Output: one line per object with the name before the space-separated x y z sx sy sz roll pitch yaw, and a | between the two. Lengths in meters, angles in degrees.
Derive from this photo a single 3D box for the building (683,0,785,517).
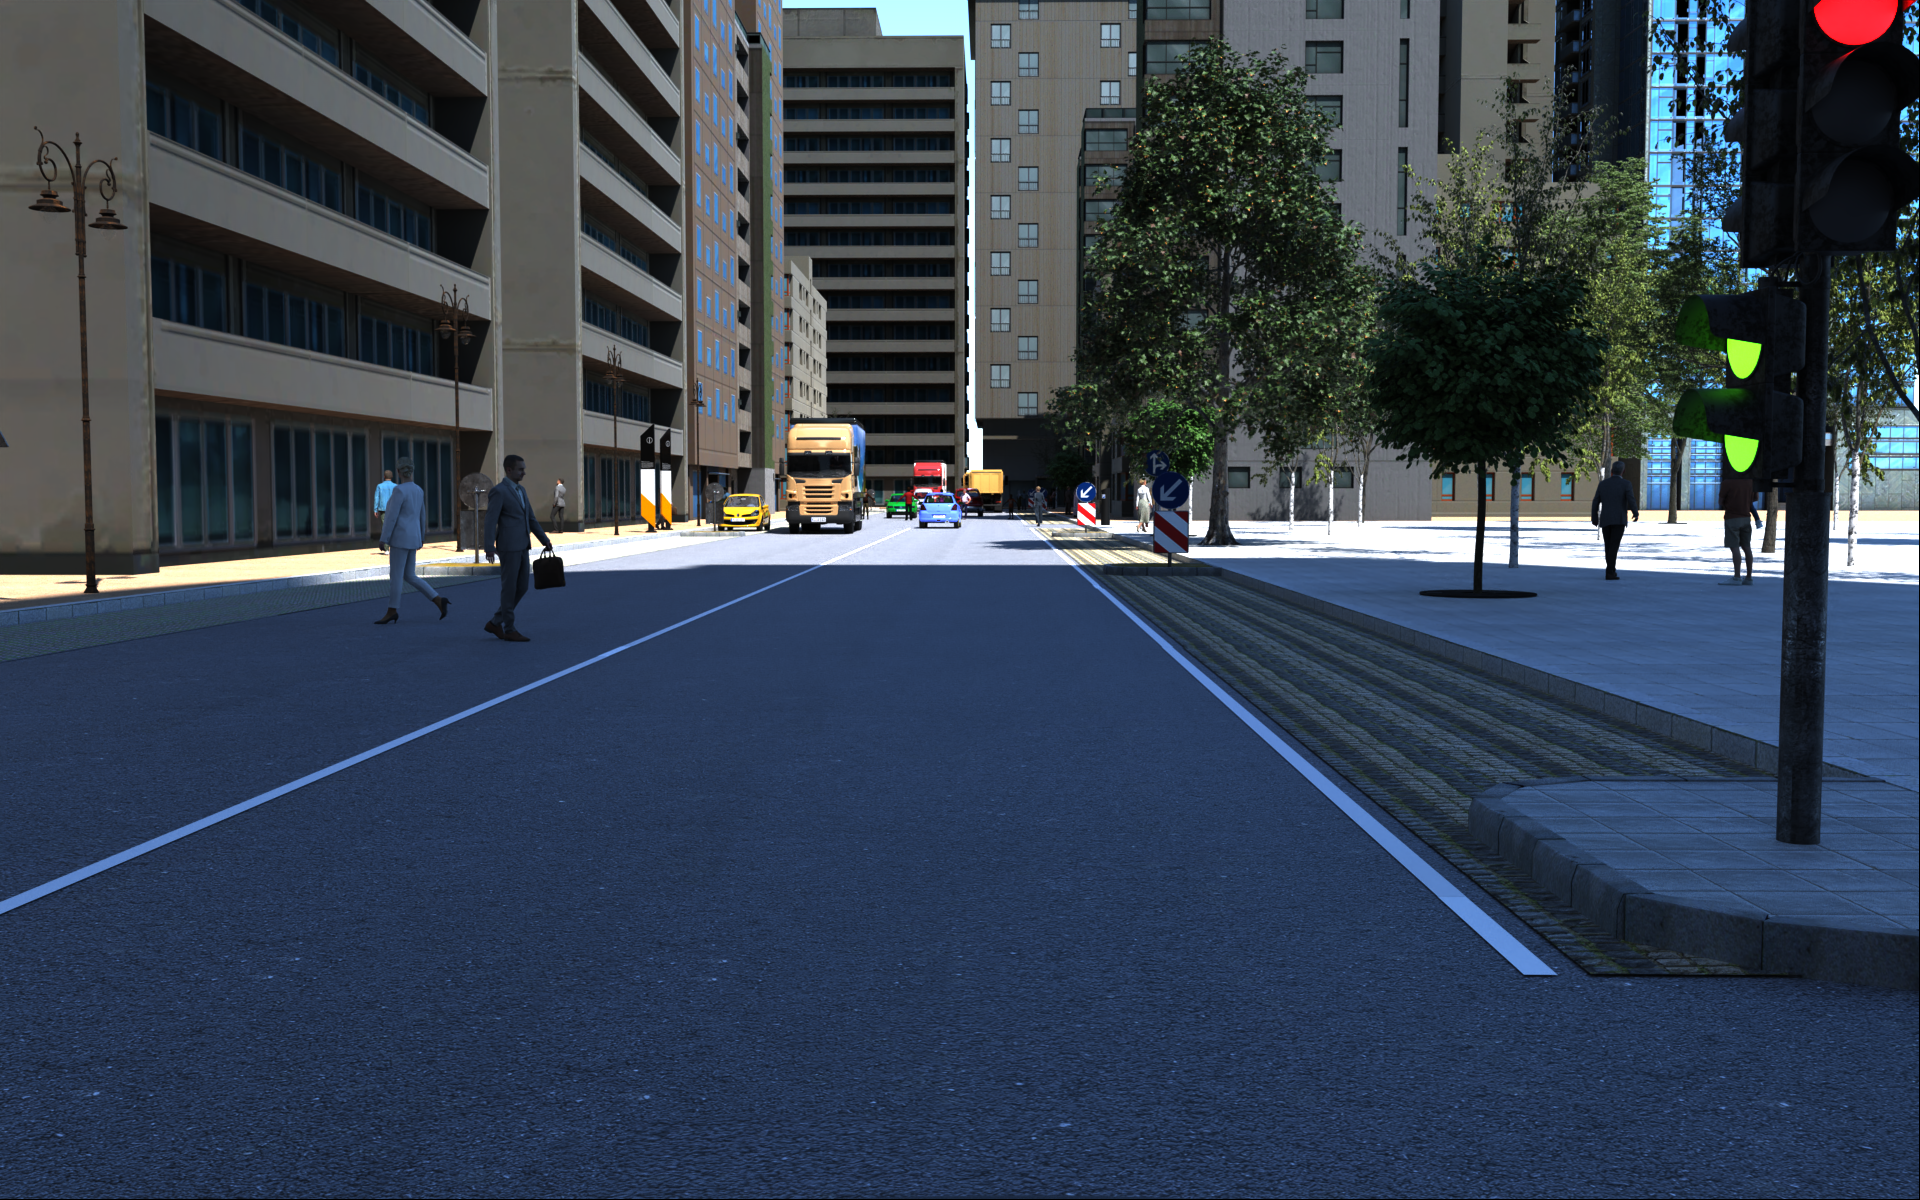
building | -19.746 -28.612 117.924 14.600 45.320 14.200 0 4 1

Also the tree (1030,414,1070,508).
tree | 8.747 -12.766 159.093 4.360 8.622 3.978 0 3 0

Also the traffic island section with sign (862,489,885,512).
traffic island section with sign | -6.910 -7.768 135.642 1.989 1.847 2.006 0 4 1

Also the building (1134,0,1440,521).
building | 15.854 -19.396 88.827 14.160 30.474 14.107 0 4 1

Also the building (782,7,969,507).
building | -9.935 -33.867 177.422 21.600 48.544 21.300 0 4 1

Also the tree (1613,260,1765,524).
tree | 30.896 -9.087 74.320 9.928 11.665 9.643 0 3 0

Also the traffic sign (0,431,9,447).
traffic sign | -11.265 -1.208 19.762 0.884 2.594 0.081 0 4 8

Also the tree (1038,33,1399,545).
tree | 6.669 -7.730 43.402 9.611 12.733 9.660 0 3 0

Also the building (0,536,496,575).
building | -23.549 -25.256 36.636 21.300 48.544 21.600 0 4 1

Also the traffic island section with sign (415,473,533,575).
traffic island section with sign | -8.832 -1.383 31.237 1.989 1.847 2.006 0 4 1

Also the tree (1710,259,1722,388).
tree | 23.050 -6.123 50.481 4.737 8.622 4.395 0 3 0

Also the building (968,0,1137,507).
building | 14.671 -36.148 180.255 27.495 52.752 28.713 0 4 1

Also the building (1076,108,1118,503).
building | 16.169 -22.089 132.858 14.160 30.474 14.107 0 4 1

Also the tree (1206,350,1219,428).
tree | 9.707 -7.559 73.944 4.360 8.622 3.978 0 3 0

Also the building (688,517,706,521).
building | -19.469 -26.844 89.015 14.600 45.320 14.200 0 4 1

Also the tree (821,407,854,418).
tree | -9.929 -11.859 144.253 4.360 8.622 3.978 0 3 0

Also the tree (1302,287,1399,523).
tree | 17.925 -8.656 75.941 8.767 10.594 7.601 -3 5 -41

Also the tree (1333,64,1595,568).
tree | 9.496 -4.873 30.031 4.360 8.622 3.978 0 3 0

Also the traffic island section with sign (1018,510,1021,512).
traffic island section with sign | 5.499 -7.735 135.093 1.989 1.847 2.006 0 4 1

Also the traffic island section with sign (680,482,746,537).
traffic island section with sign | -8.331 -3.063 58.714 1.989 1.847 2.006 0 4 1

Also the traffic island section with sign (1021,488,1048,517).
traffic island section with sign | 5.002 -6.087 108.142 1.989 1.847 2.006 0 4 1

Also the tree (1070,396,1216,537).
tree | 6.464 -4.220 52.713 4.285 4.588 4.351 0 3 0

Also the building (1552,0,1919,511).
building | 63.395 -50.718 141.915 31.000 86.520 22.319 0 4 1

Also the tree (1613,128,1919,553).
tree | 17.991 -6.301 37.431 7.601 10.594 8.767 1 4 10

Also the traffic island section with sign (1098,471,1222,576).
traffic island section with sign | 3.583 -1.368 30.999 1.989 1.847 2.006 0 4 1

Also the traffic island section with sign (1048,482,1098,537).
traffic island section with sign | 4.077 -3.017 57.950 1.989 1.847 2.006 0 4 1

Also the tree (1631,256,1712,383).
tree | 17.500 -5.957 47.760 4.737 8.622 4.395 0 3 0

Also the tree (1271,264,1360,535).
tree | 11.336 -6.331 53.877 4.737 8.622 4.395 0 3 0

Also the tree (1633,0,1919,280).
tree | 8.123 -3.920 14.450 4.360 8.622 3.978 0 3 0

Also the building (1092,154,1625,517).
building | 23.185 -16.260 110.890 27.650 21.520 28.899 0 4 1

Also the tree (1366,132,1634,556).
tree | 10.783 -5.200 35.378 4.737 8.622 4.395 0 3 0

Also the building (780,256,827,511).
building | -26.642 -18.174 142.184 28.899 21.520 27.650 0 4 1

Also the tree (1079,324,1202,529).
tree | 6.417 -6.892 63.052 4.360 8.622 3.978 0 3 0

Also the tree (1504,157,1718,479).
tree | 21.964 -8.600 58.736 7.486 12.596 7.792 0 3 0

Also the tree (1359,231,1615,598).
tree | 6.527 -2.328 21.777 4.285 4.588 4.351 0 3 0

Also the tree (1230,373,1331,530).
tree | 11.822 -6.786 61.316 4.360 8.622 3.978 0 3 0

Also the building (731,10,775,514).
building | -19.032 -20.299 103.590 14.160 30.474 14.107 0 4 1

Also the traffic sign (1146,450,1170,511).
traffic sign | 5.663 -3.052 50.011 0.768 2.556 0.104 0 4 2

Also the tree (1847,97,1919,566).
tree | 16.081 -4.899 30.456 4.737 8.622 4.395 0 3 0

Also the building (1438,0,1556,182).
building | 37.102 -31.802 143.659 21.600 48.544 21.300 0 4 1

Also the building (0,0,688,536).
building | -23.213 -27.120 67.107 21.300 48.544 21.600 0 4 1

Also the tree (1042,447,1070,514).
tree | 7.082 -7.939 113.520 4.285 4.588 4.351 0 3 0
